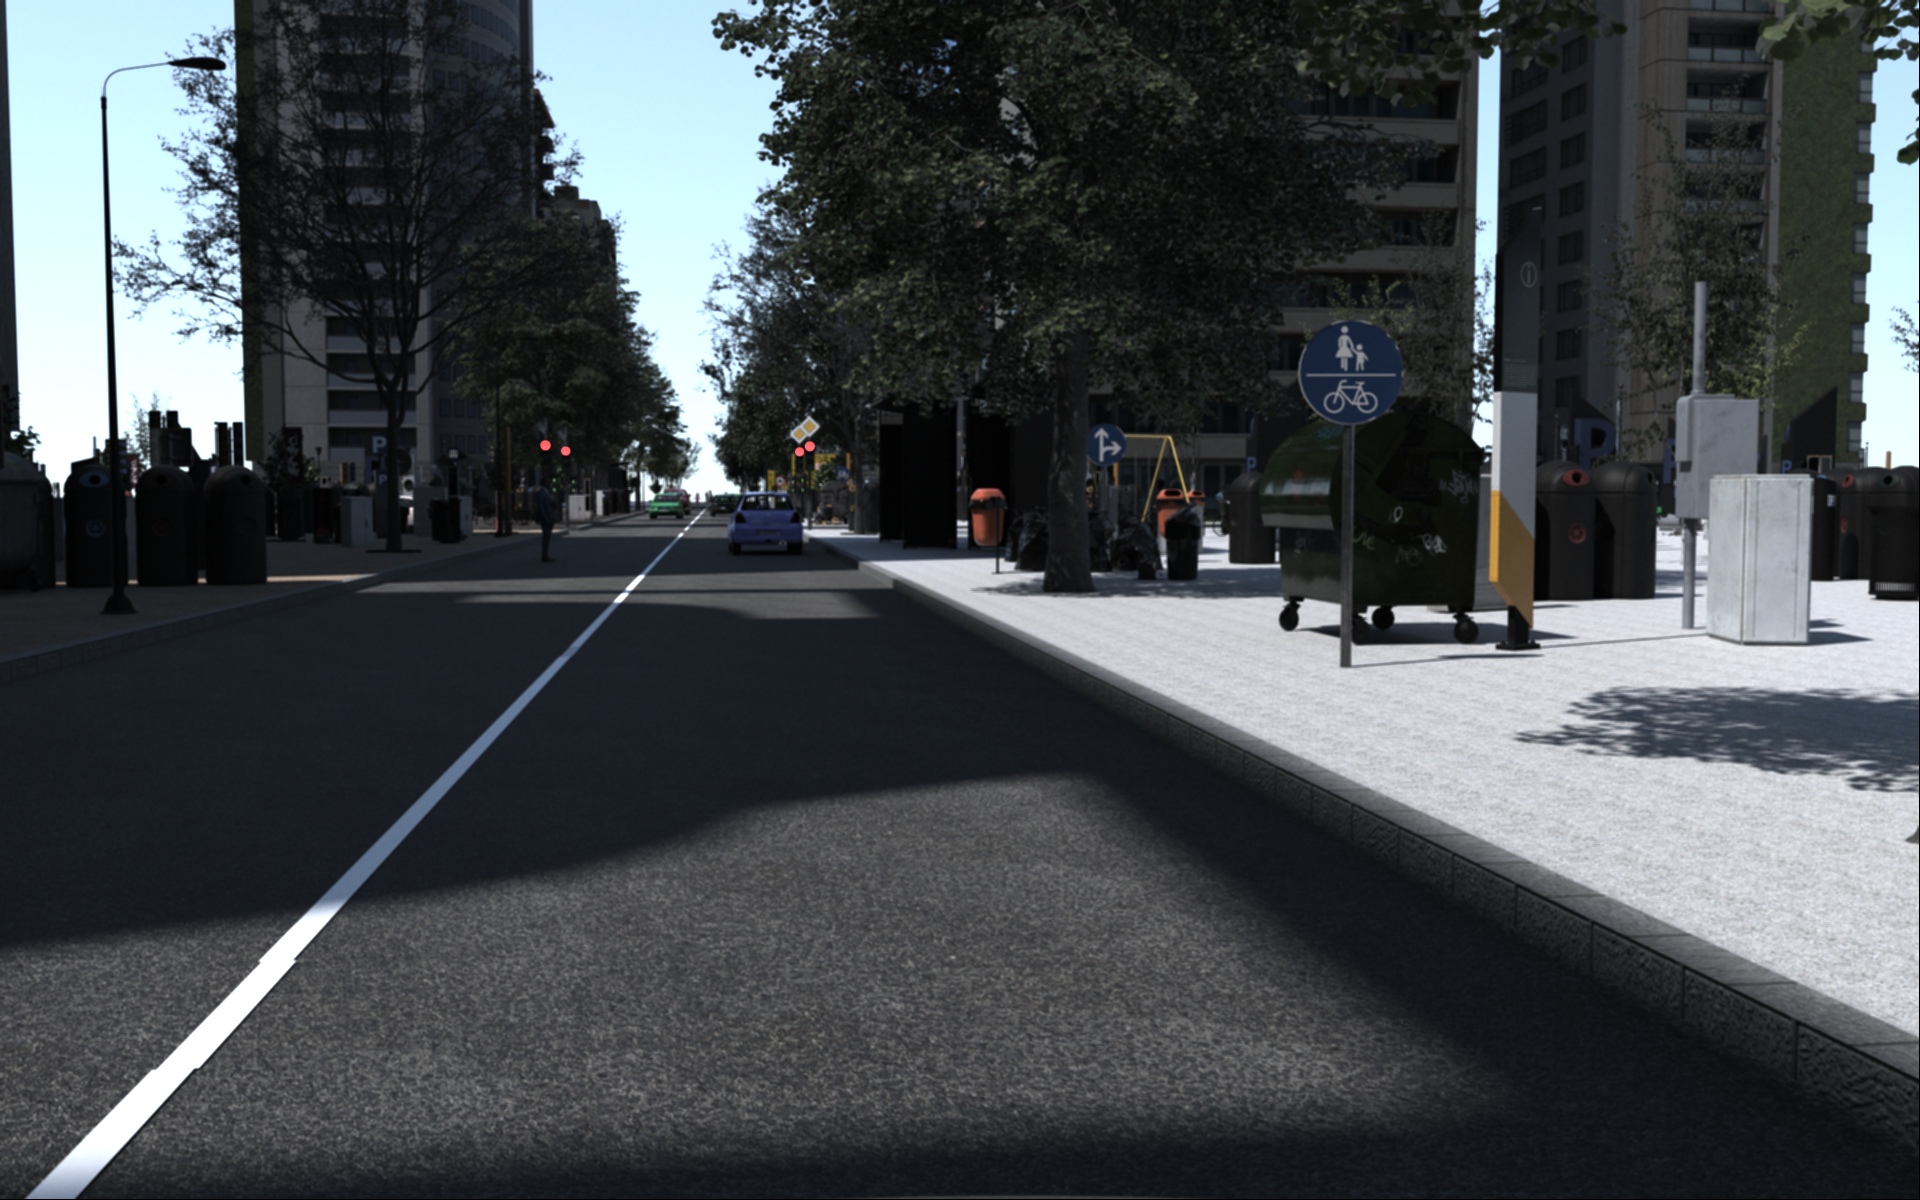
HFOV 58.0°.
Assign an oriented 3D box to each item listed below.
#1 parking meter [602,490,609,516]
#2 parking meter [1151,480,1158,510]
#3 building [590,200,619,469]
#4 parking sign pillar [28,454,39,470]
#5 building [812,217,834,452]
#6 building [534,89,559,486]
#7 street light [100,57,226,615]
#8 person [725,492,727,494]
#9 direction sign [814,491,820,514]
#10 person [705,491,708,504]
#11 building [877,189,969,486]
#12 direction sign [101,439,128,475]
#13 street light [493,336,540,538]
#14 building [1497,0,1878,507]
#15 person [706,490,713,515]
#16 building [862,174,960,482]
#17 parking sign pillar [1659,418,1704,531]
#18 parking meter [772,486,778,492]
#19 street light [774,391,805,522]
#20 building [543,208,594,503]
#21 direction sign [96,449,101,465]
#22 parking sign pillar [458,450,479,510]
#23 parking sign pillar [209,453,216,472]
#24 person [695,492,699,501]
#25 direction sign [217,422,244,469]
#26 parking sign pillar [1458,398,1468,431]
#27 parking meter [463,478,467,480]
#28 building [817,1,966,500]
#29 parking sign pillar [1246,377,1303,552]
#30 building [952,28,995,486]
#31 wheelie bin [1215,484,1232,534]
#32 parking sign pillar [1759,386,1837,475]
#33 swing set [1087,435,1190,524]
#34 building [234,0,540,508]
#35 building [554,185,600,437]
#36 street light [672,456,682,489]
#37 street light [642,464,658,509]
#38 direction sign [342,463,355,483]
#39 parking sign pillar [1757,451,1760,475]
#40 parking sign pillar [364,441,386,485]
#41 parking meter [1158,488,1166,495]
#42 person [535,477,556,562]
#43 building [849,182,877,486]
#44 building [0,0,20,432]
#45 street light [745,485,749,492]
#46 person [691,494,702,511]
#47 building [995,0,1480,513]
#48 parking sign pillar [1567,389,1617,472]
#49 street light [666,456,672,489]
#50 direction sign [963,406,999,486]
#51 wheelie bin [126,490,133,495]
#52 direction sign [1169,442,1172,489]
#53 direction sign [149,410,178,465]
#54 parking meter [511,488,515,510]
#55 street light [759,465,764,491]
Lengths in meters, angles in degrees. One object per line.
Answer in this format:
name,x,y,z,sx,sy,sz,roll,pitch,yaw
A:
parking meter,-20.786,-5.702,101.637,0.372,1.533,0.369,0,3,0
parking meter,8.093,-4.058,72.067,0.255,1.863,0.399,0,4,8
building,-68.063,-40.531,286.375,21.300,48.544,21.600,0,4,-8
parking sign pillar,-56.778,-7.186,105.962,1.447,3.967,1.447,-3,5,-42
building,-13.455,-41.006,290.049,23.786,49.044,30.456,0,4,-8
building,-54.494,-32.296,182.667,22.147,44.769,28.867,0,4,-8
street light,-8.500,-2.811,18.497,1.470,5.913,1.316,0,4,-8
person,-35.909,-15.669,265.356,0.551,1.740,0.621,3,5,45
direction sign,-10.570,-8.147,125.195,0.876,3.537,0.379,3,5,41
person,-36.291,-14.704,248.781,0.709,1.838,0.599,-3,5,-42
building,-1.177,-24.162,166.757,14.160,30.474,14.107,0,4,-8
direction sign,-34.604,-4.838,71.101,0.876,3.537,0.379,0,4,-1
street light,-13.054,-4.801,51.040,1.470,5.913,1.316,0,4,-8
building,38.738,-25.095,93.895,14.086,41.232,14.154,0,4,-8
person,-17.186,-6.707,119.164,0.512,1.701,0.522,0,4,6
building,5.502,-30.257,186.579,32.217,40.220,23.993,0,4,-8
parking sign pillar,25.225,-4.404,60.475,1.447,3.967,1.447,-2,4,-34
parking meter,-12.830,-6.983,119.890,0.399,1.863,0.255,-1,4,-13
street light,-7.719,-6.462,78.193,1.470,5.913,1.316,0,4,-8
building,-58.520,-34.074,240.704,14.154,41.232,14.086,0,4,-8
direction sign,-42.718,-5.769,86.325,0.379,3.537,0.876,3,5,42
parking sign pillar,-28.276,-6.775,99.240,1.447,3.967,1.447,3,5,43
parking sign pillar,-48.147,-7.632,113.249,1.447,3.967,1.447,-3,5,-42
person,-39.972,-15.572,263.822,1.217,1.735,0.721,0,4,-4
direction sign,-22.874,-3.815,54.378,0.876,3.537,0.379,1,4,11
parking sign pillar,13.614,-3.608,47.464,1.447,3.967,1.447,1,4,22
parking meter,-17.490,-3.384,61.032,0.255,1.863,0.399,-1,4,-12
building,-10.141,-57.836,258.289,22.319,86.520,31.000,0,4,-8
parking sign pillar,7.115,-3.105,39.246,1.447,3.967,1.447,-2,4,-29
building,11.119,-29.002,128.812,22.147,44.769,28.867,0,4,-8
wheelie bin,8.648,-2.906,55.420,0.980,1.594,0.693,0,4,-5
parking sign pillar,21.130,-3.345,43.167,1.447,3.967,1.447,-1,4,-17
swing set,4.487,-2.961,46.024,3.119,2.851,2.862,-2,4,-30
building,-49.961,-37.437,154.096,21.231,58.520,28.212,0,4,-8
building,-60.736,-36.967,254.524,14.600,45.320,14.200,0,4,-8
street light,-37.367,-15.549,226.769,1.470,5.913,1.316,0,4,-8
street light,-25.999,-10.558,145.167,1.470,5.913,1.316,0,4,-8
direction sign,-44.647,-8.233,126.599,0.876,3.537,0.379,-2,4,-28
parking sign pillar,36.284,-5.511,78.574,1.447,3.967,1.447,2,4,31
parking sign pillar,-29.703,-6.112,88.403,1.447,3.967,1.447,-1,4,-9
parking meter,8.823,-4.132,75.972,0.372,1.533,0.369,0,3,0
person,-8.810,-1.721,36.826,0.419,1.800,0.721,0,4,-3
building,-6.283,-31.835,204.104,14.154,41.232,14.086,0,4,-8
building,-30.382,-16.330,38.700,14.107,30.474,14.160,0,4,-8
street light,-18.475,-11.166,155.110,1.470,5.913,1.316,0,4,-8
person,-22.558,-8.372,148.599,0.991,1.433,0.599,0,4,-1
building,12.928,-28.621,91.658,21.600,48.544,21.300,0,4,-8
parking sign pillar,16.358,-3.439,44.696,1.447,3.967,1.447,-1,4,-14
street light,-30.541,-12.543,177.616,1.470,5.913,1.316,0,4,-8
direction sign,0.585,-3.208,44.441,0.876,3.537,0.379,0,4,-1
wheelie bin,-61.531,-7.339,127.908,0.693,1.594,0.980,0,4,2
direction sign,9.097,-5.065,74.803,0.379,3.537,0.876,0,4,0
direction sign,-21.594,-3.367,47.053,0.876,3.537,0.379,1,4,11
parking meter,-25.039,-5.553,96.503,0.255,1.863,0.399,3,4,36
street light,-12.448,-8.513,111.729,1.470,5.913,1.316,0,4,-8
